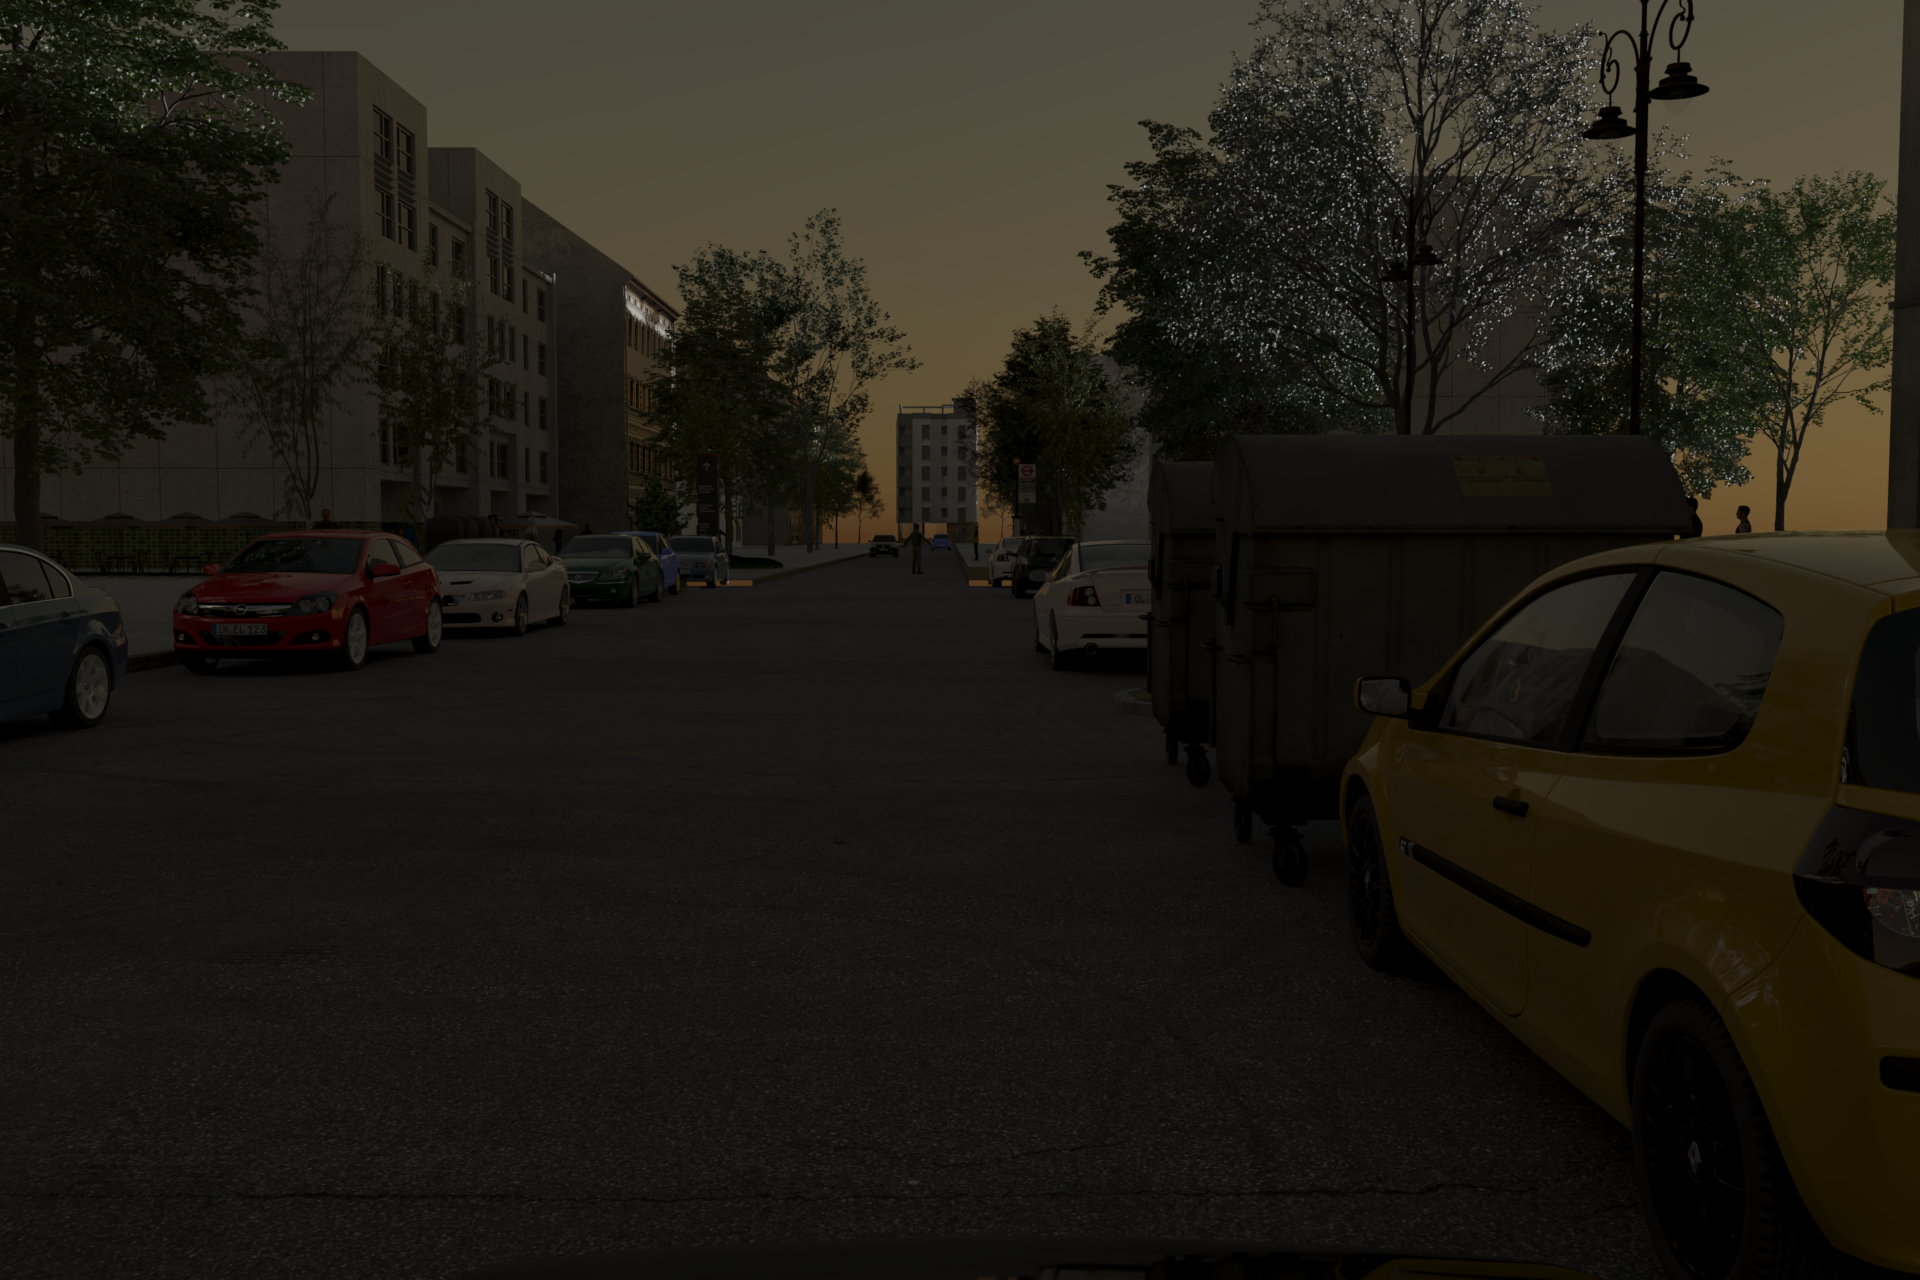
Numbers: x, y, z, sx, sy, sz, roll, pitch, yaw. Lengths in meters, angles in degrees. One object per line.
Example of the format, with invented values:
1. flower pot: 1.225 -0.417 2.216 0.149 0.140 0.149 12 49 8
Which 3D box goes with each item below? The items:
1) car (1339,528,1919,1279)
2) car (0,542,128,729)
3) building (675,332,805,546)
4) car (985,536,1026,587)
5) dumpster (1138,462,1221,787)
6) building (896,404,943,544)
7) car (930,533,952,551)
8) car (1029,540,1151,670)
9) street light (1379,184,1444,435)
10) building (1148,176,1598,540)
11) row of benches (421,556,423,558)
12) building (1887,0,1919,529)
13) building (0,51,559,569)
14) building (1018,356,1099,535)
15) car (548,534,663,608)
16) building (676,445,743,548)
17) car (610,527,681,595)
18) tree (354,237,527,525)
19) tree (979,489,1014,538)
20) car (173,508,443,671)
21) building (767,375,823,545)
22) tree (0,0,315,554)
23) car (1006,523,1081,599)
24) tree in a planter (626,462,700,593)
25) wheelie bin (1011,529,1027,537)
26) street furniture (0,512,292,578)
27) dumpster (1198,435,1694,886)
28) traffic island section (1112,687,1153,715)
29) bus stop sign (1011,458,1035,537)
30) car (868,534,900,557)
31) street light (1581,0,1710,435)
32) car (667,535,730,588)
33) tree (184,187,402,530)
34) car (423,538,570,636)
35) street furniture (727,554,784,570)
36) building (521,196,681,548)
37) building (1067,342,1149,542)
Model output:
1. car: 2.172 0.347 4.556 2.015 1.641 3.980 0 3 0
2. car: -7.247 0.030 11.507 2.014 1.417 4.499 0 4 -1
3. building: -27.852 -22.302 195.563 19.493 23.208 18.063 0 4 0
4. car: 1.747 -2.183 48.060 2.083 1.381 4.827 0 4 -1
5. dumpster: 2.039 -0.126 10.277 1.865 1.857 1.264 0 4 -1
6. building: -8.674 -23.568 244.217 11.380 20.090 16.016 0 4 1
7. car: -1.634 -8.501 148.582 1.945 1.707 3.694 0 4 -2
8. car: 1.859 -0.443 19.610 2.083 1.381 4.827 0 4 -1
9. street light: 6.051 -3.094 23.379 0.468 5.910 1.993 0 4 -1
10. building: 20.412 -13.934 94.278 16.747 18.905 31.486 0 3 0
11. row of benches: -16.295 -2.248 52.210 4.104 0.672 1.422 -1 4 -16
12. building: 27.432 -12.943 13.783 24.374 26.755 37.873 0 4 -1
13. building: -30.481 -13.031 79.516 16.747 18.905 31.486 0 4 0
14. building: 20.929 -22.666 214.567 27.936 21.610 32.646 0 4 0
15. car: -7.224 -1.430 35.180 2.131 1.459 4.920 0 3 0
16. building: -25.788 -13.918 169.707 9.099 9.664 28.070 0 4 -1
17. car: -7.488 -1.841 39.687 1.945 1.707 3.694 0 4 0
18. tree: -13.434 -5.728 44.019 4.737 8.622 4.395 0 3 0
19. tree: 6.087 -18.700 240.159 7.601 10.594 8.767 0 4 4
20. car: -7.210 -0.637 19.456 2.155 1.783 4.494 0 4 0
21. building: -27.328 -23.722 218.775 19.493 23.208 18.063 0 4 -1
22. tree: -13.102 -6.492 24.271 7.486 12.596 7.792 0 3 0
23. car: 2.068 -1.840 39.867 2.009 1.686 4.222 0 3 0
24. tree in a planter: -7.525 -2.797 42.947 1.991 3.239 1.994 0 4 0
25. wheelie bin: 2.275 -3.630 67.266 0.693 1.594 0.980 0 4 0
26. street furniture: -35.121 -2.935 53.013 27.439 1.986 14.083 1 4 22
27. dumpster: 2.032 0.042 7.529 1.865 1.857 1.264 0 4 -1
28. traffic island section: 2.296 0.517 14.417 1.991 0.108 1.994 0 4 0
29. bus stop sign: 2.200 -4.386 60.410 0.855 3.939 0.416 0 4 -1
30. car: -4.696 -5.984 107.630 2.009 1.686 4.222 0 4 0
31. street light: 5.735 -2.562 14.677 0.468 5.910 1.993 0 4 -1
32. car: -7.369 -2.172 47.511 2.014 1.417 4.499 0 4 -1
33. tree: -13.399 -5.249 36.182 4.360 8.622 3.978 0 3 0
34. car: -7.071 -0.818 25.741 2.083 1.381 4.827 0 4 -1
35. street furniture: -9.991 -3.096 66.246 5.734 0.657 10.072 -1 4 -11
36. building: -28.825 -17.074 110.095 19.493 23.208 18.063 0 4 0
37. building: 20.610 -20.809 171.147 19.493 23.208 18.063 0 4 0
